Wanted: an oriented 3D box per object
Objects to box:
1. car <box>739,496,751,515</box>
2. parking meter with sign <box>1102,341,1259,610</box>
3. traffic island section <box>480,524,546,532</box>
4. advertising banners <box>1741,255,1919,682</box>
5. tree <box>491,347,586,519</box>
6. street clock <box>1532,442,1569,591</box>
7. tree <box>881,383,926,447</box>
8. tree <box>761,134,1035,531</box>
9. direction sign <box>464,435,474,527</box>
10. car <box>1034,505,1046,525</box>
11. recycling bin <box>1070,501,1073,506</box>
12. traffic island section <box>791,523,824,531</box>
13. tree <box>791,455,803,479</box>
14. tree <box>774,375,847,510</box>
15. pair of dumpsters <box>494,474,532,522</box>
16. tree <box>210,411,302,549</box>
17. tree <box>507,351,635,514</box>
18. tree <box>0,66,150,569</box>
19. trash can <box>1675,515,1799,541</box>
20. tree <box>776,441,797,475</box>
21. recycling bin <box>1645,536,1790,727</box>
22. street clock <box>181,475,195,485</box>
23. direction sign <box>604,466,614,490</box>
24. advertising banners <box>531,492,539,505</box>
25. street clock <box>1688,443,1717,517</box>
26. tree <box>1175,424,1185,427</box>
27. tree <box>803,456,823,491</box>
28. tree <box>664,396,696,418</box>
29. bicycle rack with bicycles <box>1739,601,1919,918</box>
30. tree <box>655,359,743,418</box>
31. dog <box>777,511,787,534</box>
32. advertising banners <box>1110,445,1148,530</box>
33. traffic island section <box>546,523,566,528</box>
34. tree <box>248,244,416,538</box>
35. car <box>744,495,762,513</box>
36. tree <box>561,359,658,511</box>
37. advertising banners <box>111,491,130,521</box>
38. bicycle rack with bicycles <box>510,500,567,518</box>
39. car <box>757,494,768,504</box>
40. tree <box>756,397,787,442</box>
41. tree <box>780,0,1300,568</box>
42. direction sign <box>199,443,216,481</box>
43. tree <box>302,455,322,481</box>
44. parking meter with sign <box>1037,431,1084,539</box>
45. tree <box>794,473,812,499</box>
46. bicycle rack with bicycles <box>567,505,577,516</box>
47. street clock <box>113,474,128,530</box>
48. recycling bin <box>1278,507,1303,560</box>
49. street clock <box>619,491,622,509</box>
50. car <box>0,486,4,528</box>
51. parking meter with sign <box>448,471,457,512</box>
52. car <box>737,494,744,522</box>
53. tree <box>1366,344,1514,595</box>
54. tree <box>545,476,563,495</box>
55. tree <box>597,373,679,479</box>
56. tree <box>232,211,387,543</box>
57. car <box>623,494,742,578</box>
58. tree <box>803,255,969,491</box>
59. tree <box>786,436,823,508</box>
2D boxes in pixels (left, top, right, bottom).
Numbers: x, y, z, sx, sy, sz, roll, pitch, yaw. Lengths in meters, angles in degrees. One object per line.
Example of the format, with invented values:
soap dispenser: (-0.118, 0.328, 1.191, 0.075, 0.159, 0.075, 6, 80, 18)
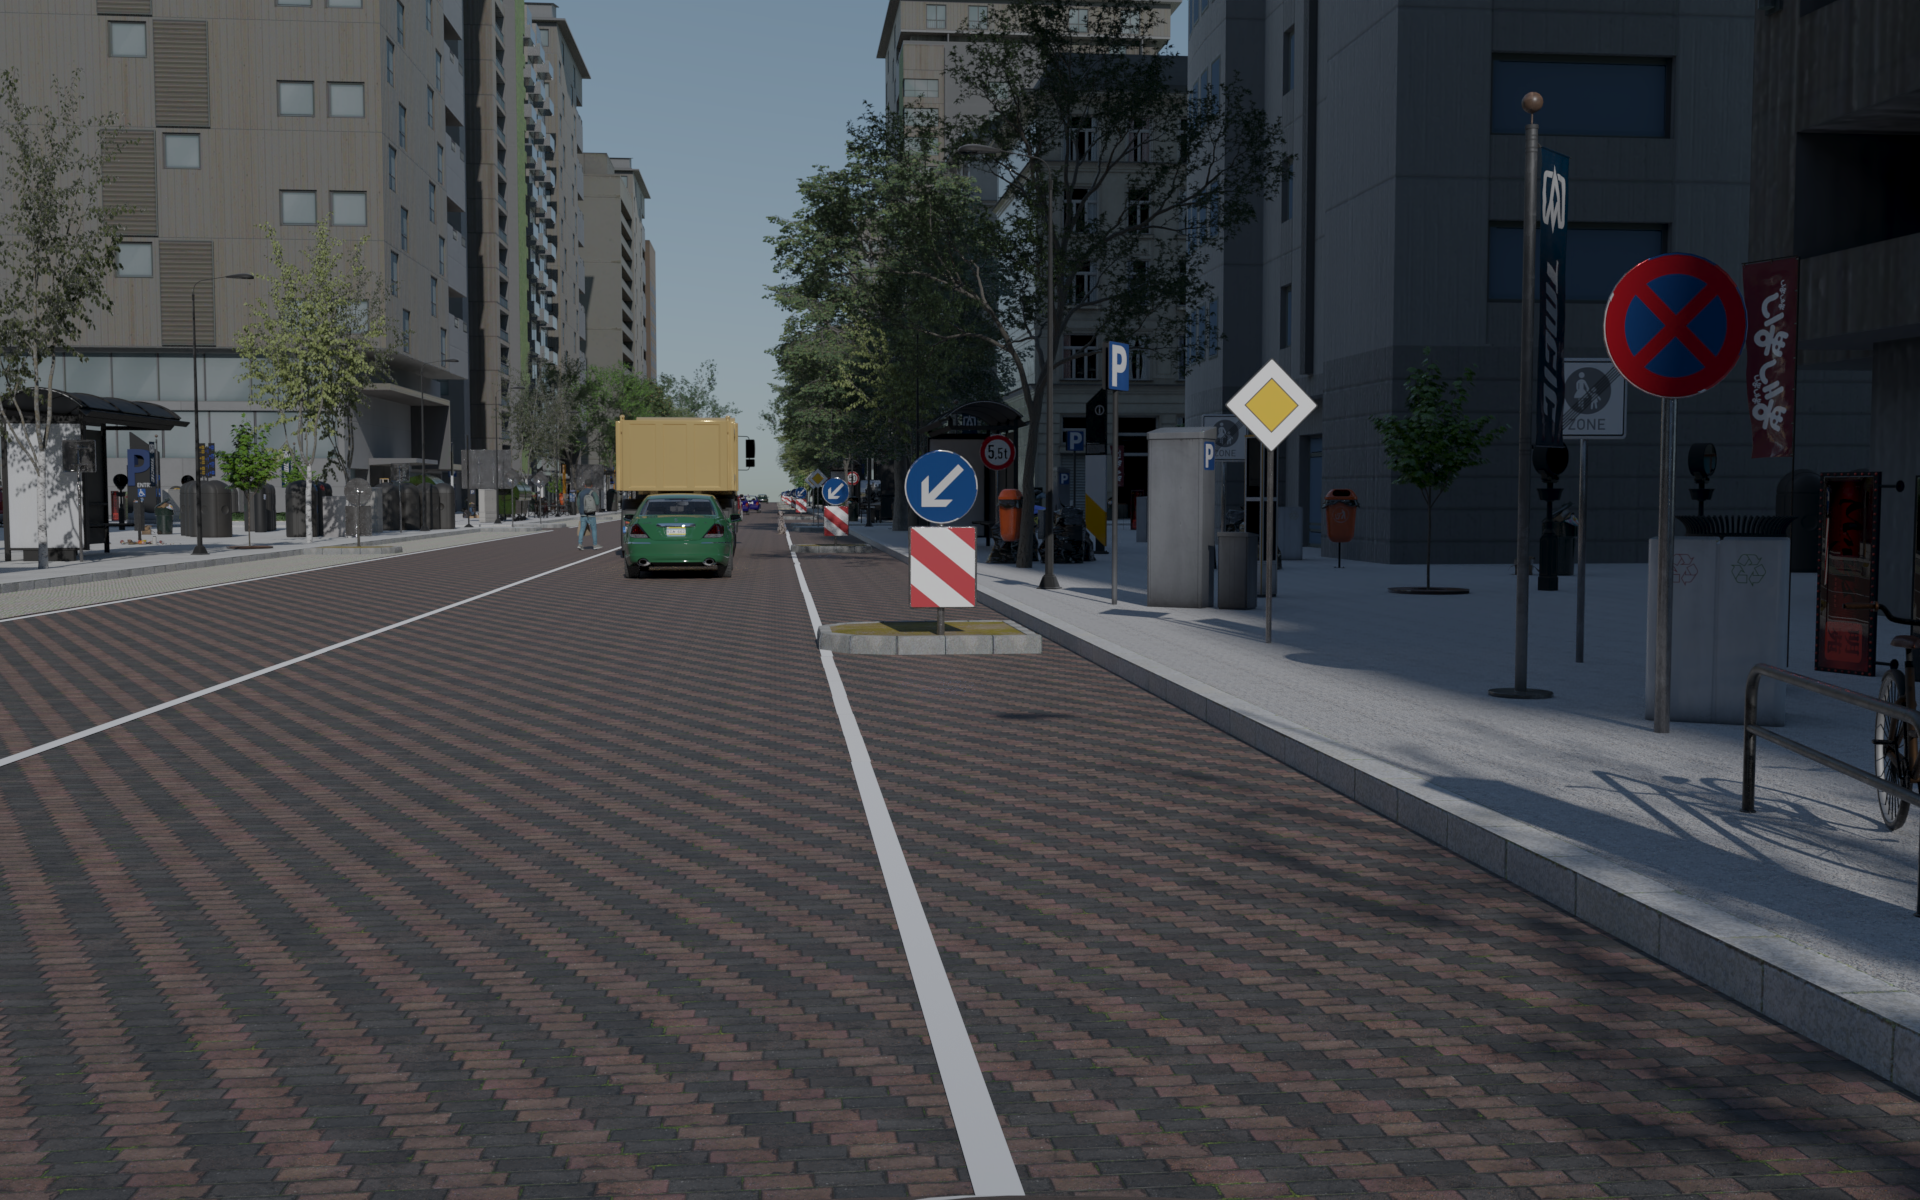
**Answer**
car: (-15.337, -6.521, 119.194, 1.945, 1.354, 3.894, 0, 4, -7)
parking meter with sign: (2.508, -1.427, 19.596, 1.738, 3.016, 0.543, 2, 4, 30)
traffic island section: (-17.208, -2.709, 66.569, 2.009, 0.180, 2.903, 0, 4, -6)
advertising banners: (6.327, -0.982, 12.251, 0.090, 3.025, 2.074, -1, 4, -23)
tree: (-21.930, -8.416, 87.970, 4.360, 8.622, 3.978, 0, 3, 0)
street clock: (7.816, -1.125, 22.966, 0.471, 2.002, 0.358, -2, 4, -33)
tree: (-3.300, -9.582, 107.028, 4.360, 8.622, 3.978, 0, 3, 0)
tree: (-2.150, -9.389, 60.163, 9.857, 13.997, 8.962, 0, 3, 0)
direction sign: (-18.908, -4.561, 66.575, 0.379, 3.537, 0.876, -1, 4, -13)
car: (1.990, -3.772, 71.267, 3.694, 1.707, 1.945, 0, 4, -7)
recycling bin: (3.884, -3.280, 66.176, 0.722, 1.027, 0.722, 1, 4, 18)
traffic island section: (-5.533, -2.785, 67.811, 2.009, 0.180, 2.903, 0, 4, -6)
tree: (-18.104, -15.946, 211.082, 4.737, 8.622, 4.395, 0, 3, 0)
tree: (-10.795, -13.355, 136.474, 7.486, 12.596, 7.792, 0, 3, 0)
pair of dumpsters: (-21.443, -4.886, 82.384, 1.574, 2.255, 4.437, 0, 4, -6)
tree: (-16.860, -2.826, 40.811, 1.663, 3.219, 1.824, 0, 3, 0)
tree: (-24.956, -10.884, 112.363, 8.767, 10.594, 7.601, -1, 4, -19)
tree: (-15.975, -4.844, 29.570, 4.360, 8.622, 3.978, 0, 3, 0)
trash can: (5.105, 0.014, 11.431, 0.748, 1.137, 0.748, 0, 3, 0)
tree: (-27.016, -23.441, 293.636, 12.009, 13.543, 11.850, 0, 3, 0)
recycling bin: (4.357, 0.159, 9.958, 0.722, 1.027, 0.722, 2, 4, 25)
street clock: (-29.181, -3.726, 65.495, 0.471, 2.002, 0.358, -1, 4, -23)
direction sign: (-28.147, -8.979, 138.807, 0.876, 3.537, 0.379, -1, 4, -14)
advertising banners: (-31.513, -7.887, 125.135, 2.074, 3.025, 0.090, -1, 4, -11)
street clock: (10.527, -1.225, 24.604, 0.358, 2.002, 0.471, 3, 5, 45)
tree: (9.360, -4.864, 63.238, 4.285, 4.588, 4.351, 0, 3, 0)
tree: (-11.512, -11.897, 144.870, 4.360, 8.622, 3.978, 0, 3, 0)
tree: (-32.550, -16.468, 187.372, 7.486, 12.596, 7.792, 0, 3, 0)
bicycle rack with bicycles: (4.081, 0.445, 6.107, 2.852, 0.926, 2.925, 1, 4, 9)
tree: (-36.836, -23.601, 241.766, 12.611, 20.169, 13.585, 0, 3, 0)
dog: (-6.508, -2.781, 62.312, 0.513, 0.831, 0.800, 2, 4, 27)
advertising banners: (6.354, -4.009, 61.735, 2.074, 3.025, 0.090, 1, 4, 15)
traffic island section: (-18.059, -3.194, 74.509, 2.009, 0.180, 2.903, 0, 4, -6)
tree: (-18.024, -6.103, 50.145, 4.360, 8.622, 3.978, 0, 3, 0)
car: (-16.027, -7.279, 131.594, 1.945, 1.354, 3.894, 0, 4, -5)
tree: (-26.830, -12.752, 134.250, 9.928, 11.665, 9.643, 0, 3, 0)
advertising banners: (-40.438, -5.303, 82.889, 0.090, 3.025, 2.074, 1, 4, 16)
bicycle rack with bicycles: (-22.871, -4.816, 92.131, 2.852, 0.926, 2.925, 0, 4, 3)
car: (-29.509, -15.223, 258.687, 2.009, 1.686, 4.222, 0, 4, -5)
tree: (-25.559, -25.373, 270.742, 12.611, 20.169, 13.585, 0, 3, 0)
tree: (1.165, -5.815, 29.487, 8.767, 10.594, 7.601, -1, 4, -11)
direction sign: (-33.394, -5.192, 76.879, 0.876, 3.537, 0.379, 1, 4, 20)
tree: (-28.679, -4.913, 74.932, 1.663, 3.219, 1.824, 0, 3, 0)
parking meter with sign: (2.762, -3.202, 48.621, 0.543, 3.016, 1.738, -2, 4, -29)
tree: (-21.024, -15.525, 237.554, 4.285, 4.588, 4.351, 0, 3, 0)
bicycle rack with bicycles: (-24.197, -5.413, 101.880, 2.925, 0.926, 2.852, -1, 4, -16)
street clock: (-29.805, -3.484, 61.542, 0.471, 2.002, 0.358, -2, 4, -33)
recycling bin: (6.298, -1.303, 33.855, 0.722, 1.027, 0.722, 0, 4, 4)
street clock: (-28.756, -8.709, 146.962, 0.471, 2.002, 0.358, -1, 4, -12)
car: (-40.162, -3.696, 69.100, 5.304, 1.827, 2.281, 0, 4, -7)
parking meter with sign: (-35.398, -7.627, 120.959, 0.543, 3.016, 1.738, -1, 4, -14)
car: (-12.331, -4.937, 89.390, 2.281, 1.827, 5.304, 0, 4, -5)
tree: (6.034, -1.710, 22.560, 1.663, 3.219, 1.824, 0, 3, 0)
tree: (-34.190, -9.334, 147.218, 1.663, 3.219, 1.824, 0, 3, 0)
tree: (-29.967, -15.137, 164.497, 9.611, 12.733, 9.660, 0, 3, 0)
tree: (-17.195, -5.822, 45.546, 4.737, 8.622, 4.395, 0, 3, 0)
car: (-4.983, -1.174, 30.996, 2.131, 1.459, 4.920, 0, 4, -7)
tree: (-1.519, -6.235, 52.311, 4.737, 8.622, 4.395, 0, 3, 0)
tree: (-12.802, -14.595, 164.380, 9.928, 11.665, 9.643, 0, 3, 0)
